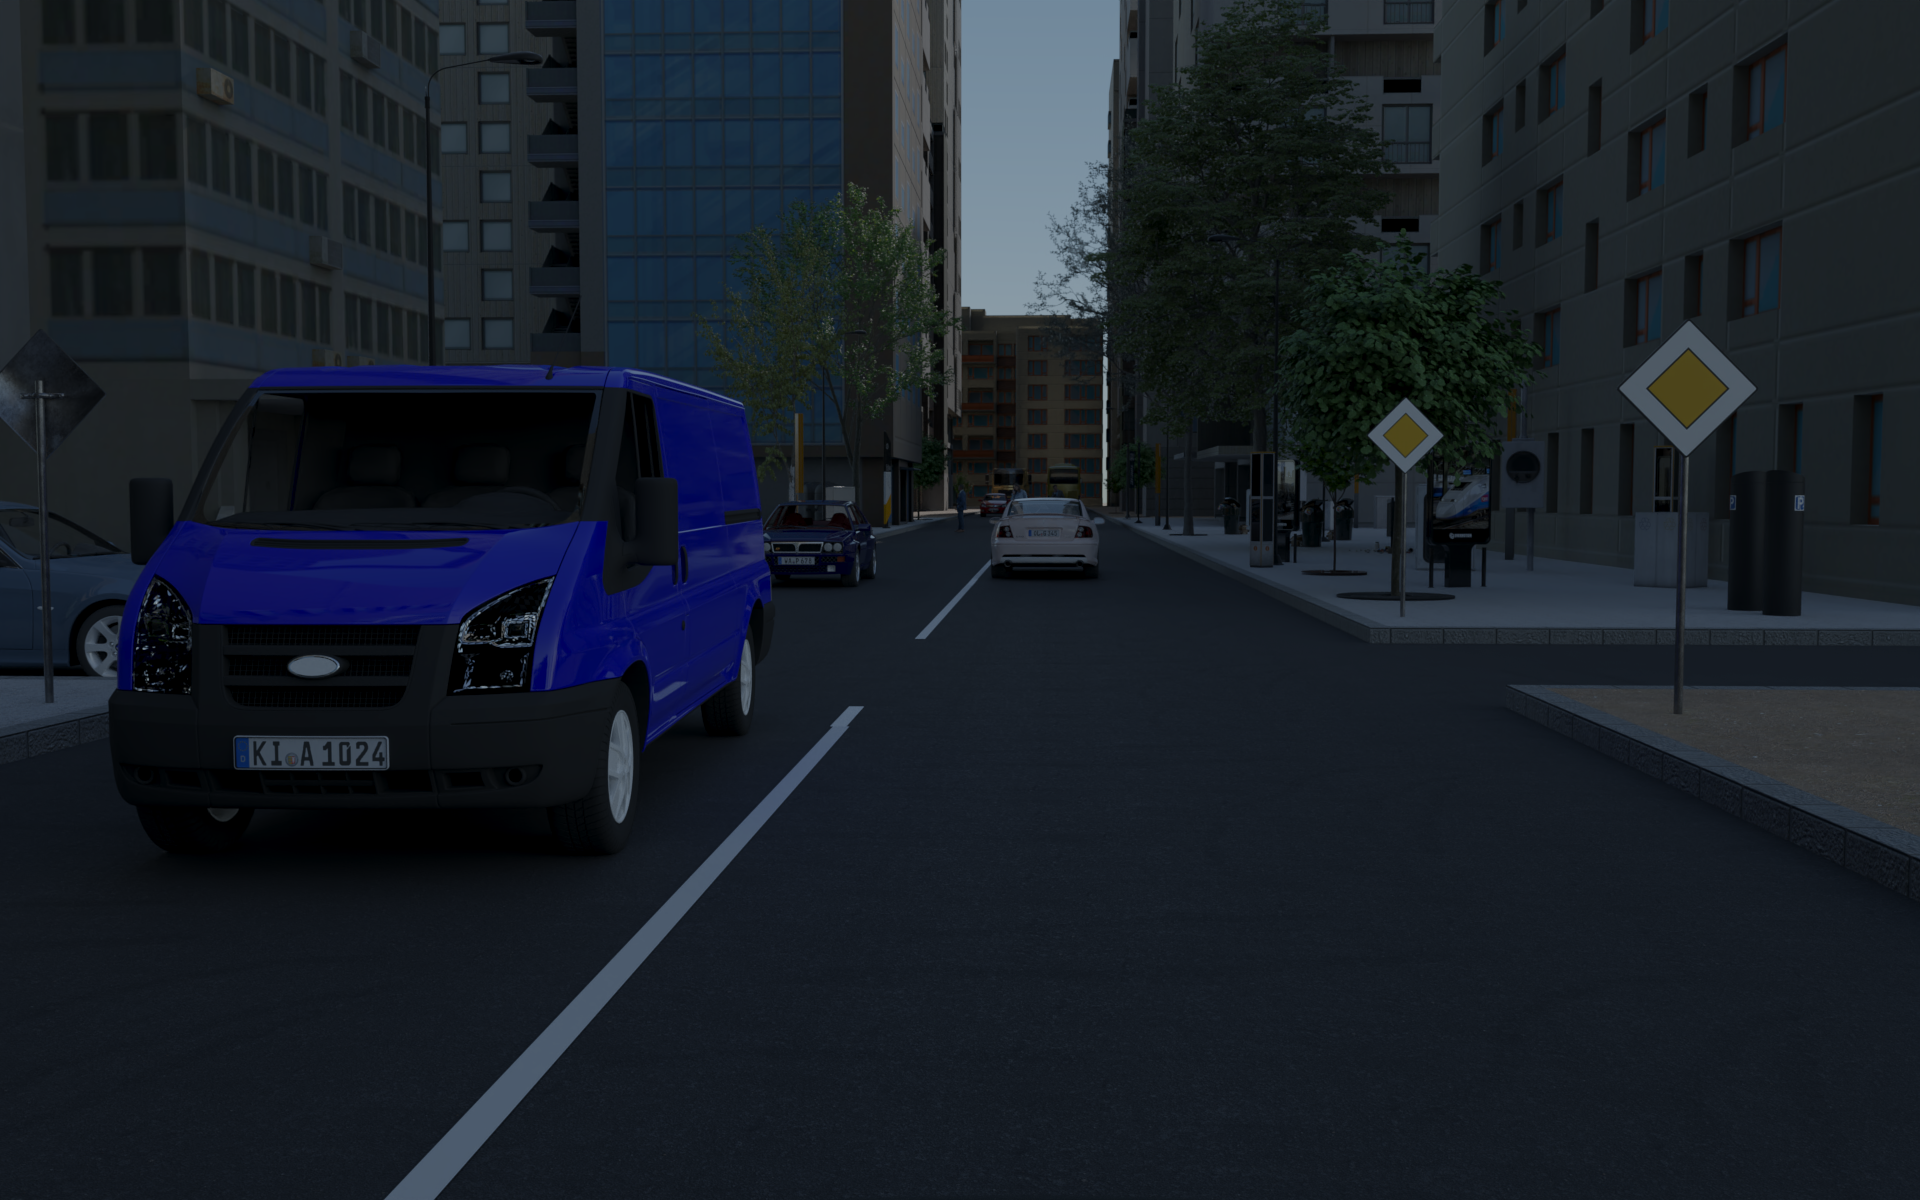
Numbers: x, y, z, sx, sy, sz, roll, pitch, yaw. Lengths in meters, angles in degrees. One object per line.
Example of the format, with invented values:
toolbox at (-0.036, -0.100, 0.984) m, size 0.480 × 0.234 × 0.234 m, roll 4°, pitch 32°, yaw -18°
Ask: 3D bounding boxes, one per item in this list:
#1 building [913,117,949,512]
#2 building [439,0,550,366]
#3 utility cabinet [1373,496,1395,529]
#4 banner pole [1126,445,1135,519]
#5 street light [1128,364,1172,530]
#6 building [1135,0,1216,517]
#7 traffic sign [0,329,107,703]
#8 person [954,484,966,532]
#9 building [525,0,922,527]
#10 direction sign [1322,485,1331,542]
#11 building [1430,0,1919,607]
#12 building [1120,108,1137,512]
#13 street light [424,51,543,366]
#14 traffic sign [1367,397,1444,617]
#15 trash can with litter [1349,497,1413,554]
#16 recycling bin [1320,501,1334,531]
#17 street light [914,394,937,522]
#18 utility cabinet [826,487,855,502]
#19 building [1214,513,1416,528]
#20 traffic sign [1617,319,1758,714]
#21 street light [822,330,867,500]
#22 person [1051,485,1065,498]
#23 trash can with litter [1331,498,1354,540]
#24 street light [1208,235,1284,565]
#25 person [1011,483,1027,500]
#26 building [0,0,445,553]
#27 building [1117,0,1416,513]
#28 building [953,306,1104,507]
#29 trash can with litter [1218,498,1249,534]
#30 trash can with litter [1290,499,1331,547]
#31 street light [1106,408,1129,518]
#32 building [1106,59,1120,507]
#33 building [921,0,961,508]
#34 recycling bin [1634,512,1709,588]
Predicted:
building at (-8.324, -21.869, 129.258) m, size 14.160 × 30.474 × 14.107 m, roll 0°, pitch 4°, yaw 3°
building at (-16.001, -31.741, 108.198) m, size 28.713 × 52.752 × 27.495 m, roll 0°, pitch 4°, yaw 3°
utility cabinet at (15.877, -3.245, 64.221) m, size 1.020 × 1.237 × 0.306 m, roll 0°, pitch 4°, yaw -8°
banner pole at (8.671, -6.013, 88.335) m, size 0.401 × 3.779 × 0.863 m, roll 3°, pitch 5°, yaw 42°
street light at (6.905, -5.476, 62.080) m, size 1.470 × 5.913 × 1.316 m, roll 0°, pitch 4°, yaw 3°
building at (21.863, -34.779, 110.642) m, size 21.231 × 58.520 × 28.212 m, roll 0°, pitch 4°, yaw 3°
traffic sign at (-5.594, -0.425, 10.584) m, size 0.795 × 2.450 × 0.064 m, roll 0°, pitch 4°, yaw 3°
person at (0.039, -3.468, 65.385) m, size 0.419 × 1.800 × 0.721 m, roll -1°, pitch 4°, yaw -9°
building at (-9.043, -25.814, 72.162) m, size 14.600 × 45.320 × 14.200 m, roll 0°, pitch 4°, yaw 3°
direction sign at (9.794, -3.338, 46.574) m, size 0.876 × 3.537 × 0.379 m, roll 3°, pitch 5°, yaw 44°
building at (26.038, -11.358, 30.750) m, size 28.899 × 21.520 × 27.650 m, roll 0°, pitch 4°, yaw 3°
building at (19.279, -22.085, 132.787) m, size 14.160 × 30.474 × 14.107 m, roll 0°, pitch 4°, yaw 3°
street light at (-5.074, -2.803, 18.371) m, size 1.470 × 5.913 × 1.316 m, roll 0°, pitch 4°, yaw 3°
traffic sign at (4.615, -0.879, 18.012) m, size 0.795 × 2.450 × 0.064 m, roll 0°, pitch 4°, yaw 3°
trash can with litter at (9.354, -1.642, 37.903) m, size 1.678 × 1.210 × 2.233 m, roll 1°, pitch 4°, yaw 14°
recycling bin at (12.866, -2.974, 61.175) m, size 0.722 × 1.027 × 0.722 m, roll 2°, pitch 4°, yaw 31°
street light at (-1.746, -6.613, 80.655) m, size 1.470 × 5.913 × 1.316 m, roll 0°, pitch 4°, yaw 3°
utility cabinet at (-3.605, -2.653, 52.057) m, size 0.318 × 1.500 × 1.173 m, roll 2°, pitch 4°, yaw 29°
building at (23.926, -29.873, 77.668) m, size 28.713 × 52.752 × 27.495 m, roll 0°, pitch 4°, yaw 3°
traffic sign at (4.185, -0.391, 10.039) m, size 0.795 × 2.450 × 0.064 m, roll 0°, pitch 4°, yaw 3°
street light at (-3.344, -4.695, 49.306) m, size 1.470 × 5.913 × 1.316 m, roll 0°, pitch 4°, yaw 3°
person at (4.407, -4.249, 77.773) m, size 0.655 × 1.846 × 0.447 m, roll 1°, pitch 4°, yaw 16°
trash can with litter at (10.498, -2.246, 48.108) m, size 0.624 × 1.170 × 1.055 m, roll -1°, pitch 4°, yaw -17°
street light at (5.135, -3.584, 31.147) m, size 1.470 × 5.913 × 1.316 m, roll 0°, pitch 4°, yaw 3°
person at (2.056, -3.042, 58.506) m, size 0.793 × 1.790 × 0.793 m, roll 0°, pitch 4°, yaw -5°
building at (-23.564, -20.745, 31.065) m, size 32.217 × 40.220 × 23.993 m, roll 0°, pitch 4°, yaw 3°
building at (27.888, -34.464, 152.723) m, size 28.713 × 52.752 × 27.495 m, roll 0°, pitch 4°, yaw 3°
building at (1.020, -21.232, 192.190) m, size 28.899 × 21.520 × 27.650 m, roll 0°, pitch 4°, yaw 3°
trash can with litter at (8.712, -2.668, 55.002) m, size 0.624 × 1.170 × 1.055 m, roll 3°, pitch 5°, yaw 41°
trash can with litter at (8.347, -1.871, 41.970) m, size 0.624 × 1.170 × 1.055 m, roll -2°, pitch 4°, yaw -26°
street light at (8.504, -7.369, 93.022) m, size 1.470 × 5.913 × 1.316 m, roll 0°, pitch 4°, yaw 3°
building at (26.510, -34.371, 185.667) m, size 21.600 × 48.544 × 21.300 m, roll 0°, pitch 4°, yaw 3°
building at (-13.502, -34.564, 154.358) m, size 27.495 × 52.752 × 28.713 m, roll 0°, pitch 4°, yaw 3°
recycling bin at (9.841, -0.698, 23.961) m, size 0.722 × 1.027 × 0.722 m, roll -3°, pitch 4°, yaw -37°
